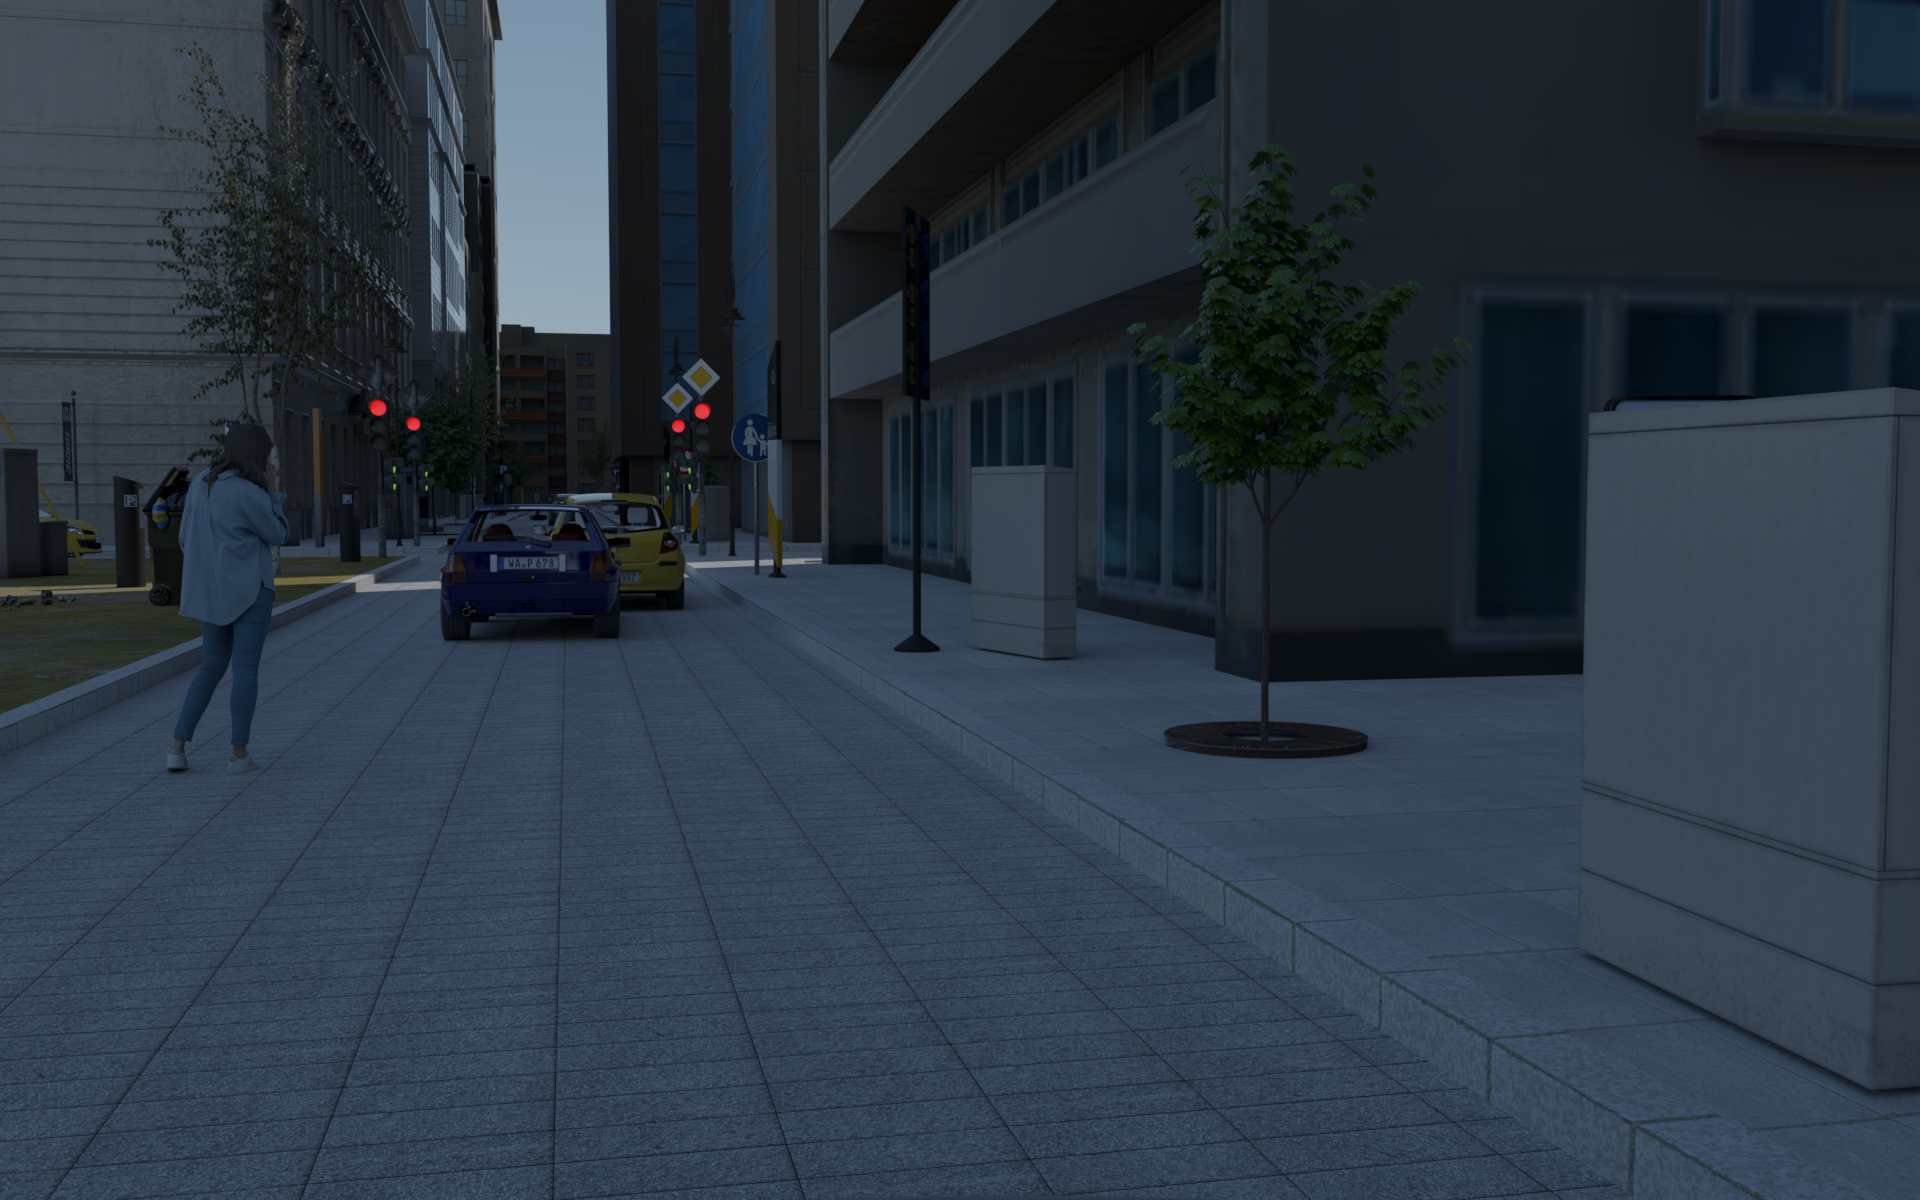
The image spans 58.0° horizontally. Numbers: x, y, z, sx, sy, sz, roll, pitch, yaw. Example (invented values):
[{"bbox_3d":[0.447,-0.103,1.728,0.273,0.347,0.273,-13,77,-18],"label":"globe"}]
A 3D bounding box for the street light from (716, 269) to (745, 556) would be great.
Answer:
[{"bbox_3d":[-4.715,-3.848,35.704,0.468,5.910,1.993,-1,4,-13],"label":"street light"}]

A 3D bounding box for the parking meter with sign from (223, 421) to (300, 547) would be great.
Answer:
[{"bbox_3d":[-16.851,-2.791,41.891,0.543,3.016,1.738,2,4,32],"label":"parking meter with sign"}]

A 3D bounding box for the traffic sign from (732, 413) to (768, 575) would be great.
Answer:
[{"bbox_3d":[-3.223,-1.671,27.425,0.768,2.556,0.104,0,4,-7],"label":"traffic sign"}]

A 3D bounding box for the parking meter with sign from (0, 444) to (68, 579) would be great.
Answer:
[{"bbox_3d":[-14.485,-1.849,26.499,0.543,3.016,1.738,1,4,15],"label":"parking meter with sign"}]

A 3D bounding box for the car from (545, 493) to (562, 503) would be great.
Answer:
[{"bbox_3d":[-34.233,-8.472,147.555,2.155,1.783,4.494,-1,4,-14],"label":"car"}]

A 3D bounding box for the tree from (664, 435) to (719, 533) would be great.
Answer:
[{"bbox_3d":[-8.974,-3.825,57.137,1.663,3.219,1.824,0,3,0],"label":"tree"}]

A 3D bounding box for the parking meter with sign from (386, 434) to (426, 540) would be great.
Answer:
[{"bbox_3d":[-15.901,-3.254,49.468,0.543,3.016,1.738,1,4,11],"label":"parking meter with sign"}]

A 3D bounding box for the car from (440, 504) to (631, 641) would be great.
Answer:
[{"bbox_3d":[-4.486,-0.356,18.403,1.945,1.354,3.894,-1,4,-11],"label":"car"}]

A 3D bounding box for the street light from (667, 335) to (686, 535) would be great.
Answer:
[{"bbox_3d":[-8.255,-4.751,50.468,0.468,5.910,1.993,-1,4,-13],"label":"street light"}]

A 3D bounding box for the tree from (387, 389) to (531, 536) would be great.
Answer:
[{"bbox_3d":[-16.425,-4.306,54.115,4.285,4.588,4.351,0,3,0],"label":"tree"}]

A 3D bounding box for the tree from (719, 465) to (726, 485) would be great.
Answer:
[{"bbox_3d":[-8.876,-3.975,59.592,1.663,3.219,1.824,0,3,0],"label":"tree"}]

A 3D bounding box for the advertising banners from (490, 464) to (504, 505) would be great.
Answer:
[{"bbox_3d":[-26.814,-6.361,100.183,0.090,3.025,2.074,0,4,6],"label":"advertising banners"}]

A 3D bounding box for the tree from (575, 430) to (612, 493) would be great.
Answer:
[{"bbox_3d":[-40.345,-14.837,192.954,4.360,8.622,3.978,0,3,0],"label":"tree"}]

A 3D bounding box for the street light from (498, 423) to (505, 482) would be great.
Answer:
[{"bbox_3d":[-28.680,-8.296,108.421,0.468,5.910,1.993,-1,4,-13],"label":"street light"}]

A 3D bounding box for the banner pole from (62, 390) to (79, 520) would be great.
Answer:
[{"bbox_3d":[-21.383,-3.159,41.674,0.401,3.779,0.863,0,4,-3],"label":"banner pole"}]

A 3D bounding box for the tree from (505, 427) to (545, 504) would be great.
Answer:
[{"bbox_3d":[-48.067,-14.713,190.912,4.360,8.622,3.978,0,3,0],"label":"tree"}]

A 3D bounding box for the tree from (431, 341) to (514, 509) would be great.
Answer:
[{"bbox_3d":[-23.564,-8.151,83.626,4.737,8.622,4.395,0,3,0],"label":"tree"}]

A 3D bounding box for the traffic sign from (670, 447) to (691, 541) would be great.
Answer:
[{"bbox_3d":[-7.499,-2.878,47.162,0.768,2.556,0.104,0,4,-7],"label":"traffic sign"}]

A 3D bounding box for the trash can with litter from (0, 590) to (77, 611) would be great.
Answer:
[{"bbox_3d":[-10.972,-0.541,19.897,1.678,1.210,2.233,1,4,17],"label":"trash can with litter"}]

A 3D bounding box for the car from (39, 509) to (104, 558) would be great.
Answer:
[{"bbox_3d":[-20.295,-1.610,36.549,3.980,1.641,2.015,-1,4,-11],"label":"car"}]

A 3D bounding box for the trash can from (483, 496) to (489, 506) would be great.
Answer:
[{"bbox_3d":[-29.808,-5.905,108.207,0.748,1.137,0.748,0,3,0],"label":"trash can"}]

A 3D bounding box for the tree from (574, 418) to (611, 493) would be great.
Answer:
[{"bbox_3d":[-34.742,-13.240,166.831,4.737,8.622,4.395,0,3,0],"label":"tree"}]

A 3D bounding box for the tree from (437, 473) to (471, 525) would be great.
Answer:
[{"bbox_3d":[-20.945,-4.697,71.397,1.663,3.219,1.824,0,3,0],"label":"tree"}]

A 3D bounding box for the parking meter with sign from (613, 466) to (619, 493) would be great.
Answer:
[{"bbox_3d":[-21.302,-6.816,107.709,0.543,3.016,1.738,-1,4,-12],"label":"parking meter with sign"}]

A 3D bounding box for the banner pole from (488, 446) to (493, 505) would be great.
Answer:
[{"bbox_3d":[-24.710,-6.188,91.187,0.401,3.779,0.863,-2,4,-30],"label":"banner pole"}]

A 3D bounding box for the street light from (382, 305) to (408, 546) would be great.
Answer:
[{"bbox_3d":[-13.799,-4.261,42.452,0.468,5.910,1.993,-1,4,-13],"label":"street light"}]

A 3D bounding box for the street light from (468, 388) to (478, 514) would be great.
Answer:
[{"bbox_3d":[-21.280,-6.286,75.558,0.468,5.910,1.993,-1,4,-13],"label":"street light"}]

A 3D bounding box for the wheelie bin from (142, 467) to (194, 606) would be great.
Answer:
[{"bbox_3d":[-9.058,-0.750,20.171,0.693,1.594,0.980,-1,4,-10],"label":"wheelie bin"}]

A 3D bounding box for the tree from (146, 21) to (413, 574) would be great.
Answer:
[{"bbox_3d":[-10.980,-4.734,27.770,4.360,8.622,3.978,0,3,0],"label":"tree"}]

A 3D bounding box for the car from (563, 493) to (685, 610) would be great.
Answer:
[{"bbox_3d":[-4.577,-0.763,22.699,2.015,1.641,3.980,-1,4,-13],"label":"car"}]

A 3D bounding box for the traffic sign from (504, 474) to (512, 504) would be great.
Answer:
[{"bbox_3d":[-29.075,-6.782,110.993,0.768,2.556,0.104,-1,4,-11],"label":"traffic sign"}]

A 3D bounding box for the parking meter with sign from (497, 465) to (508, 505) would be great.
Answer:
[{"bbox_3d":[-27.605,-6.614,104.396,0.543,3.016,1.738,-1,4,-22],"label":"parking meter with sign"}]

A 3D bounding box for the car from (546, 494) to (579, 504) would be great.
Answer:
[{"bbox_3d":[-18.018,-4.167,79.925,2.131,1.459,4.920,-1,4,-11],"label":"car"}]

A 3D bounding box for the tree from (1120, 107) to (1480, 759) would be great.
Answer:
[{"bbox_3d":[1.462,-0.863,8.714,1.663,3.219,1.824,0,3,0],"label":"tree"}]
